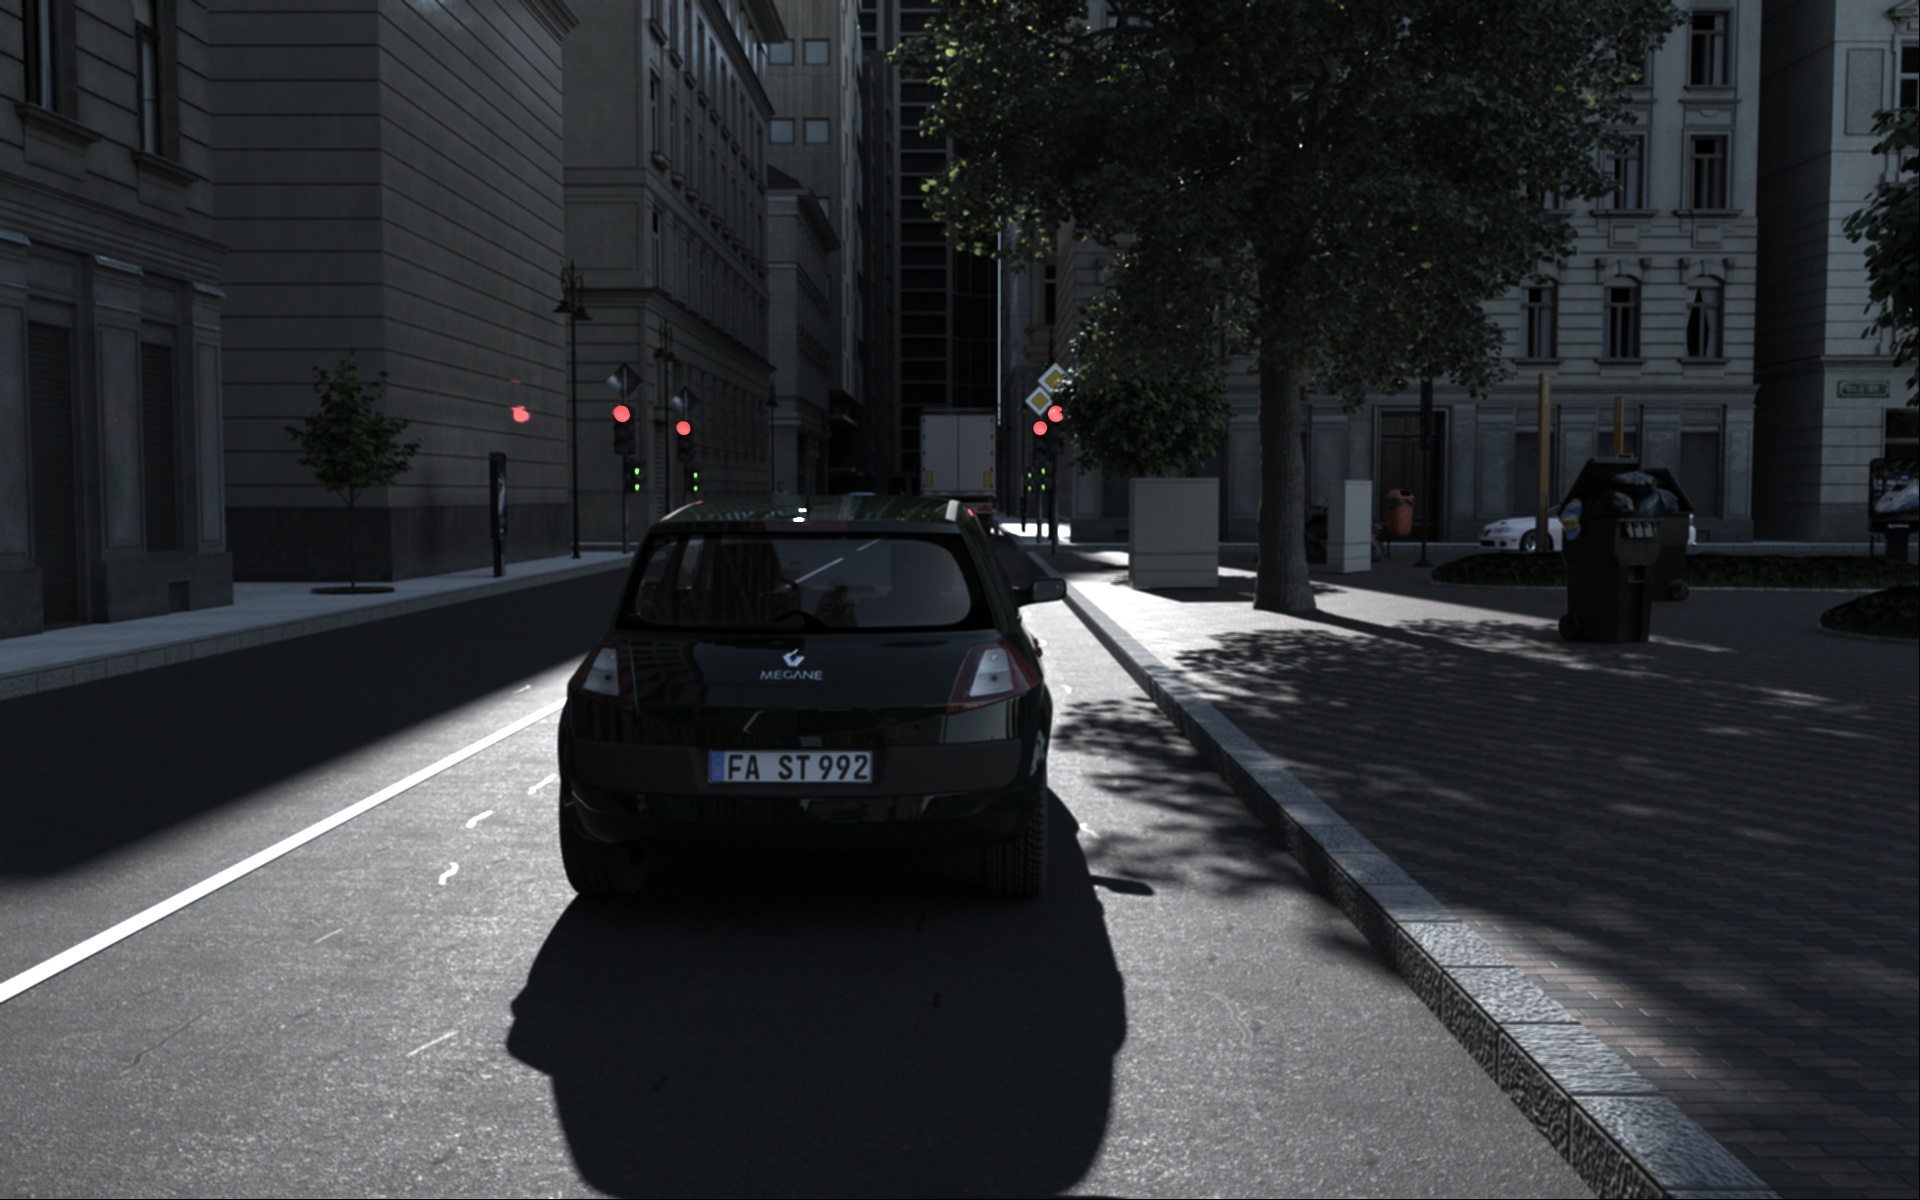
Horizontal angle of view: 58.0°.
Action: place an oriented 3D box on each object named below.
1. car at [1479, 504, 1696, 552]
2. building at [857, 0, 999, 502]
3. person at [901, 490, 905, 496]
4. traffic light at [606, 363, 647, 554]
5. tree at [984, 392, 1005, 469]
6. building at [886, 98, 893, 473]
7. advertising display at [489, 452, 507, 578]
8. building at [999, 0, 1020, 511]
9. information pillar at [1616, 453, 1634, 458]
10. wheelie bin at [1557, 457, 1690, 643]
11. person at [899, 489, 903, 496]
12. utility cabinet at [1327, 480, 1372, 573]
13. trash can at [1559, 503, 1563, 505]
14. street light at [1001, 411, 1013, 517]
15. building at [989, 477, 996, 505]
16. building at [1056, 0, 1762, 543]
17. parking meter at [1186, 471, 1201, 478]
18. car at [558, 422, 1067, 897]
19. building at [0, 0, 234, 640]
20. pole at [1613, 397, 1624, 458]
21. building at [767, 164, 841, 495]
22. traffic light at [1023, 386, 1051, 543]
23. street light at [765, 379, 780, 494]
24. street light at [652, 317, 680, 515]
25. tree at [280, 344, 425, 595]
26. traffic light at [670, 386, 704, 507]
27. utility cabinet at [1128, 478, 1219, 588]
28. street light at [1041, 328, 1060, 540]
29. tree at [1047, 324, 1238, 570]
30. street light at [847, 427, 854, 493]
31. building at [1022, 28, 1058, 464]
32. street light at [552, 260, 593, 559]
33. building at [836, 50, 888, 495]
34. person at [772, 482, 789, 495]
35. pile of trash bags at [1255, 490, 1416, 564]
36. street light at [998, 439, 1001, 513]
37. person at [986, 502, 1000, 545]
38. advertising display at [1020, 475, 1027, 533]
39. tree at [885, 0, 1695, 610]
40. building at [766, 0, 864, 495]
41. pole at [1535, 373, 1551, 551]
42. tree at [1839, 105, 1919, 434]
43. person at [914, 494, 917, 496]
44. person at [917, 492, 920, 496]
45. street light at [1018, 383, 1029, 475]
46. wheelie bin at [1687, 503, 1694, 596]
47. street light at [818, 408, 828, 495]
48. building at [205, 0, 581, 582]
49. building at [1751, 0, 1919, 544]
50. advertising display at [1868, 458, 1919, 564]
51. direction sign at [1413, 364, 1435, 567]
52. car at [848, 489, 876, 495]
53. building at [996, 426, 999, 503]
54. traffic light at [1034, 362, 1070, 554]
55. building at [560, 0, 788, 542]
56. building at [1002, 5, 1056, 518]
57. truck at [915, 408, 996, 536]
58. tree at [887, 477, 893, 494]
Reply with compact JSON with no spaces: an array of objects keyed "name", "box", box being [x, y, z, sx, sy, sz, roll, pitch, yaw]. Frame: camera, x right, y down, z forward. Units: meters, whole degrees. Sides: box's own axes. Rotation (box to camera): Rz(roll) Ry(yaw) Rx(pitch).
[{"name":"car","box":[14.506,-1.700,40.155,4.827,1.381,2.083,0,4,-1]},{"name":"building","box":[-5.477,-47.332,212.131,20.611,71.187,20.563,0,4,0]},{"name":"person","box":[-5.455,-9.354,161.306,0.599,1.838,0.709,3,4,36]},{"name":"traffic light","box":[-7.144,-2.943,37.041,0.839,4.253,0.868,0,4,0]},{"name":"tree","box":[3.653,-10.607,123.780,4.360,8.622,3.978,0,3,0]},{"name":"building","box":[-22.654,-34.527,184.131,30.456,49.044,23.786,0,4,0]},{"name":"advertising display","box":[-7.176,-1.329,26.946,0.123,1.923,0.974,0,4,-7]},{"name":"building","box":[10.052,-27.529,133.699,14.154,41.232,14.086,0,4,0]},{"name":"information pillar","box":[11.983,-1.639,31.286,0.304,2.012,0.304,1,4,21]},{"name":"wheelie bin","box":[5.711,-0.441,15.126,0.980,1.594,0.693,-2,4,-30]},{"name":"person","box":[-4.349,-7.184,126.040,0.705,1.814,1.350,-1,4,-20]},{"name":"utility cabinet","box":[6.322,-1.191,28.151,0.318,1.500,1.173,2,4,34]},{"name":"trash can","box":[10.211,-1.027,28.443,0.748,1.137,0.748,0,3,0]},{"name":"street light","box":[2.679,-7.536,96.000,0.468,5.910,1.993,0,4,0]},{"name":"building","box":[19.270,-30.077,183.638,32.217,40.220,23.993,0,4,0]},{"name":"building","box":[11.822,-12.244,49.344,18.267,20.994,9.793,0,4,0]},{"name":"parking meter","box":[5.975,-2.363,44.344,0.255,1.863,0.399,2,4,33]},{"name":"car","box":[-0.515,0.136,7.560,2.009,1.686,4.222,0,4,1]},{"name":"building","box":[-13.125,-9.869,10.513,9.793,20.994,18.267,0,4,0]},{"name":"pole","box":[13.798,-2.599,36.336,0.158,3.312,0.155,0,3,0]},{"name":"building","box":[-13.226,-14.932,95.055,10.553,20.767,40.483,0,4,0]},{"name":"traffic light","box":[2.050,-3.430,45.005,0.839,4.253,0.868,0,4,0]},{"name":"street light","box":[-7.511,-5.910,69.413,0.468,5.910,1.993,0,4,0]},{"name":"street light","box":[-7.662,-4.434,45.277,0.468,5.910,1.993,0,4,0]},{"name":"tree","box":[-7.860,-1.700,22.400,1.663,3.219,1.824,0,3,0]},{"name":"traffic light","box":[-7.112,-3.432,45.026,0.839,4.253,0.868,0,4,0]},{"name":"utility cabinet","box":[2.892,-0.906,23.484,1.173,1.500,0.318,0,4,-8]},{"name":"street light","box":[2.527,-4.628,48.449,0.468,5.910,1.993,0,4,0]},{"name":"tree","box":[3.127,-2.818,29.786,4.285,4.588,4.351,0,3,0]},{"name":"street light","box":[-7.368,-8.818,116.963,0.468,5.910,1.993,0,4,0]},{"name":"building","box":[9.902,-15.519,72.823,14.460,24.649,34.723,0,4,0]},{"name":"street light","box":[-7.651,-3.766,34.362,0.468,5.910,1.993,0,4,0]},{"name":"building","box":[-13.898,-28.835,155.043,14.154,41.232,14.086,0,4,0]},{"name":"person","box":[-5.721,-2.876,55.544,0.660,1.820,0.620,-1,4,-21]},{"name":"pile of trash bags","box":[7.443,-1.439,33.277,3.447,1.369,1.912,-2,4,-34]},{"name":"street light","box":[2.849,-8.991,119.795,0.468,5.910,1.993,0,4,0]},{"name":"person","box":[0.939,-2.159,48.807,0.382,1.210,0.505,0,4,5]},{"name":"advertising display","box":[2.112,-3.205,57.607,0.123,1.923,0.974,0,4,-4]},{"name":"tree","box":[3.615,-6.865,18.897,9.857,13.997,8.962,0,3,0]},{"name":"building","box":[-21.570,-33.269,133.184,28.713,52.752,27.495,0,4,0]},{"name":"pole","box":[9.900,-2.175,29.405,0.158,3.312,0.155,0,3,0]},{"name":"tree","box":[7.443,-1.677,11.135,4.285,4.588,4.351,0,3,0]},{"name":"person","box":[-4.967,-10.873,189.463,0.799,1.438,0.628,1,4,21]},{"name":"person","box":[-4.696,-11.457,196.735,0.541,1.710,0.530,-2,4,-34]},{"name":"street light","box":[2.636,-6.082,72.224,0.468,5.910,1.993,0,4,0]},{"name":"wheelie bin","box":[8.423,-0.799,20.973,0.693,1.594,0.980,0,4,-3]},{"name":"street light","box":[-7.366,-7.364,93.188,0.468,5.910,1.993,0,4,0]},{"name":"building","box":[-20.341,-14.245,30.164,25.104,27.353,12.463,0,4,0]},{"name":"building","box":[43.774,-16.846,51.841,44.131,29.872,17.030,0,4,0]},{"name":"advertising display","box":[16.793,-1.578,31.019,0.974,1.923,0.123,0,4,4]},{"name":"direction sign","box":[8.219,-2.361,30.592,0.379,3.537,0.876,0,4,4]},{"name":"car","box":[-4.189,-3.937,73.963,1.945,1.707,3.694,0,4,2]},{"name":"building","box":[14.732,-51.506,154.798,22.319,86.520,31.000,0,4,0]},{"name":"traffic light","box":[2.017,-2.942,37.020,0.839,4.253,0.868,0,4,0]},{"name":"building","box":[-15.464,-13.837,59.515,16.112,22.955,30.059,0,4,0]},{"name":"building","box":[8.439,-20.024,104.878,11.434,29.767,29.804,0,4,0]},{"name":"truck","box":[-0.204,-4.475,62.084,2.839,4.237,11.283,0,4,-1]},{"name":"tree","box":[-7.004,-10.503,166.319,1.663,3.219,1.824,0,3,0]}]
